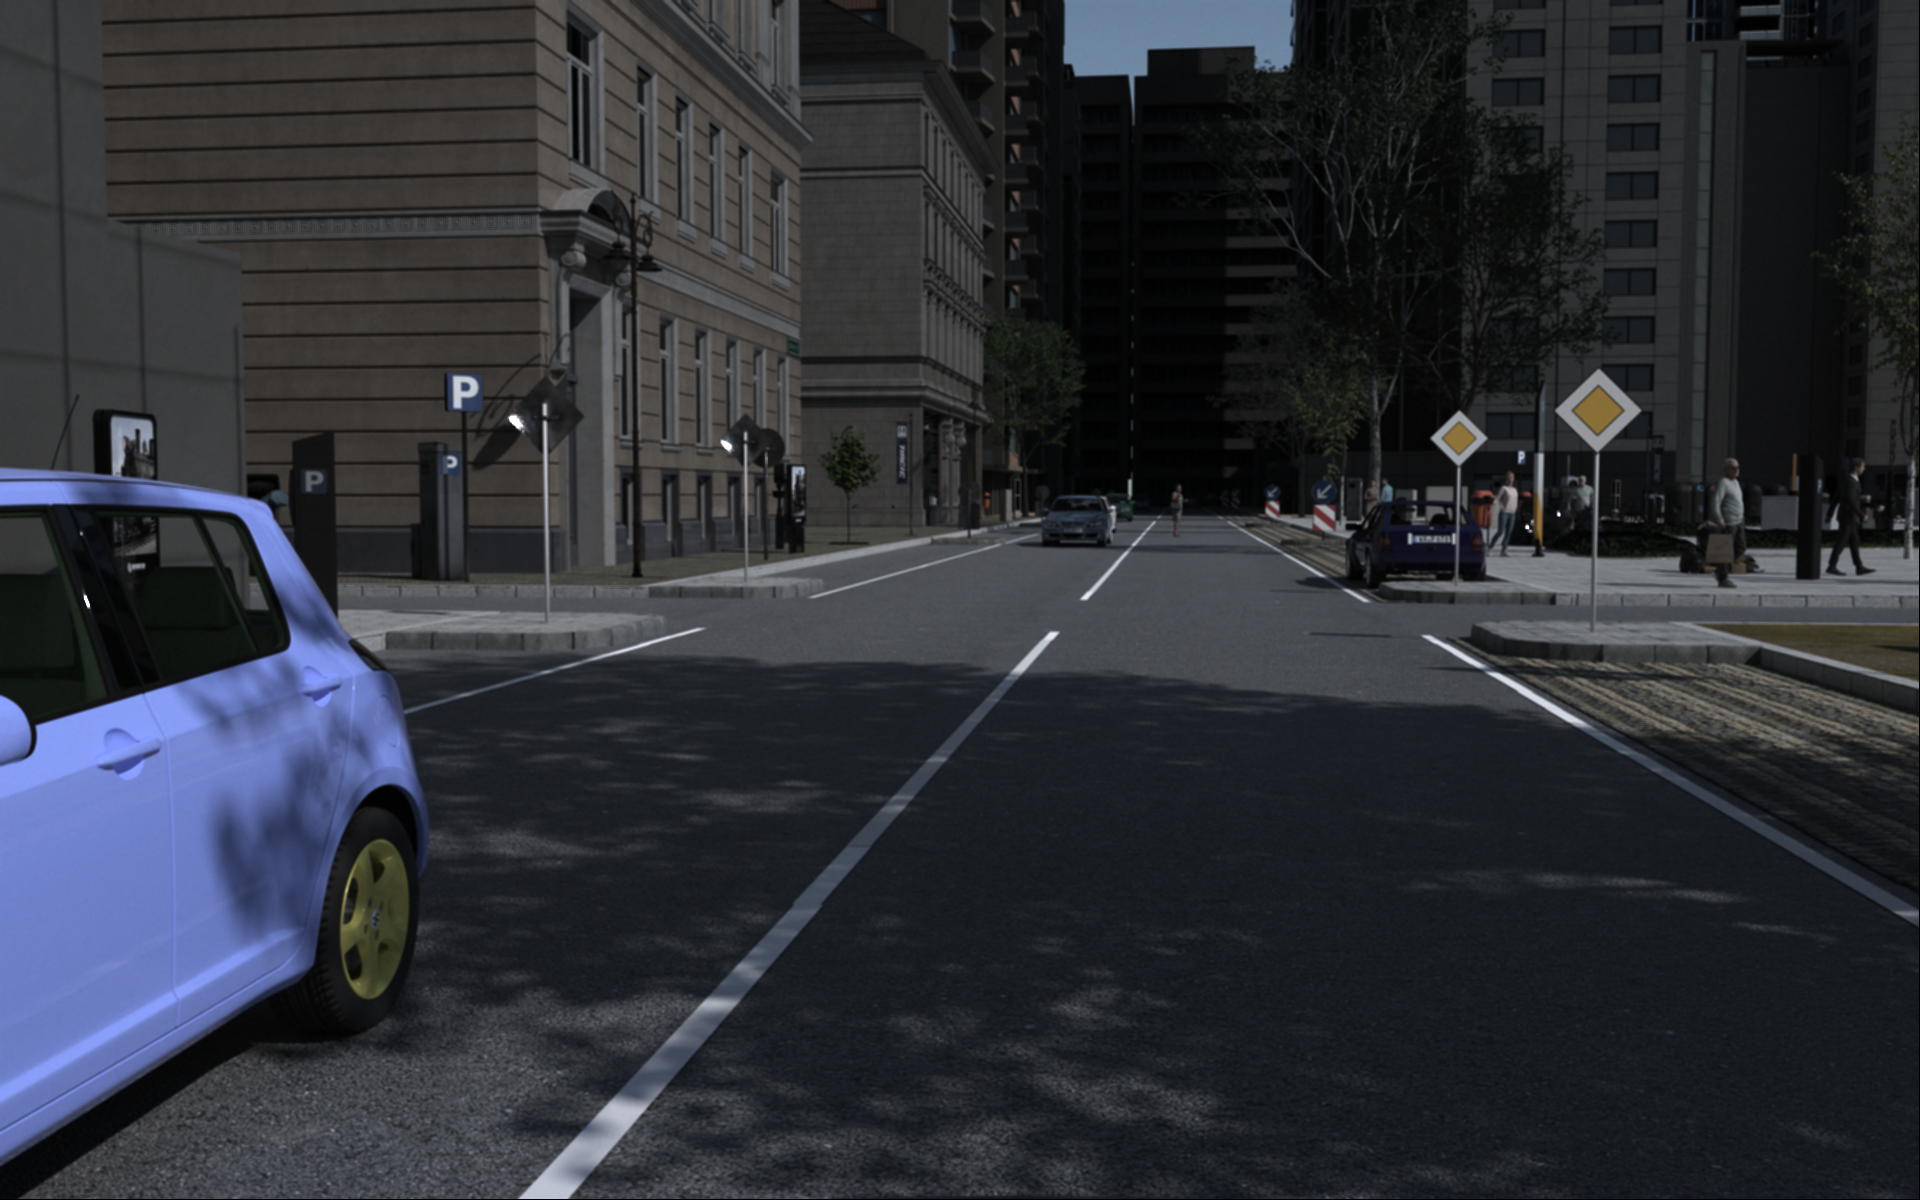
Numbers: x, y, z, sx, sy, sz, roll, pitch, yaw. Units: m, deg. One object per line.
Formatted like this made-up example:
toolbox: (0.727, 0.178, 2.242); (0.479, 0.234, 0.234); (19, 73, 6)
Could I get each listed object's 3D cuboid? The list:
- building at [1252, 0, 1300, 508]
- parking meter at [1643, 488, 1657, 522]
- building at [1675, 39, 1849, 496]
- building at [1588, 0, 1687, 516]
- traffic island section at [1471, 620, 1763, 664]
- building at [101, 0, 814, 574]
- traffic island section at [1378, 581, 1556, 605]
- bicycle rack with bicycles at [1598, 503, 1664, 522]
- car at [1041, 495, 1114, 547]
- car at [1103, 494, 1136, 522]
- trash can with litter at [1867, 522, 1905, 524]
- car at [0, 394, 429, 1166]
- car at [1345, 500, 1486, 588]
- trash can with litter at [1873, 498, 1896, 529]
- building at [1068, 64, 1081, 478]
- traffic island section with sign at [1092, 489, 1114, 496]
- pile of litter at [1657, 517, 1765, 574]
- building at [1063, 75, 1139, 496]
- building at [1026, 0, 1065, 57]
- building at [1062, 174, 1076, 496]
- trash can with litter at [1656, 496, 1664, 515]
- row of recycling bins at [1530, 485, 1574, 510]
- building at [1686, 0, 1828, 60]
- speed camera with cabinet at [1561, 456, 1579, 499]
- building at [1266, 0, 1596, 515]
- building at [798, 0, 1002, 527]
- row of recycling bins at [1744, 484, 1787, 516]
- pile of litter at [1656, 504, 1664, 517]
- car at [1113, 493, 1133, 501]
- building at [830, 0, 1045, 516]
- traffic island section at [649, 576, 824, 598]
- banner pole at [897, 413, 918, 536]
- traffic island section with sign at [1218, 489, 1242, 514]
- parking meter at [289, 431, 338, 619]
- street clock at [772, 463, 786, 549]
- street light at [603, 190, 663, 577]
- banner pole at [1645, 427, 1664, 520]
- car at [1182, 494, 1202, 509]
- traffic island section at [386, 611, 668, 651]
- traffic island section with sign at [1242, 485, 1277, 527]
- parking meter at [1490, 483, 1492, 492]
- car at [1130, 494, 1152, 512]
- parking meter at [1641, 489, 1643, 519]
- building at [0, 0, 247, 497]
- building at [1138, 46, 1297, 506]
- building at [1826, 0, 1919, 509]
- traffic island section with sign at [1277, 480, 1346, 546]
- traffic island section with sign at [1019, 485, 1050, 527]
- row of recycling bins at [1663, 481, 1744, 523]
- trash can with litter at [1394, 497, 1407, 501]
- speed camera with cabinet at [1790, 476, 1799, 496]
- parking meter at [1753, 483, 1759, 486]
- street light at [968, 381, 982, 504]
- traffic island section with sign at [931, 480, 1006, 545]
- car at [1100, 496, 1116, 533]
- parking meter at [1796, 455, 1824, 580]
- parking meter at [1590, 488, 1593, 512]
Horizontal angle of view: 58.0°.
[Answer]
building: (38.324, -51.434, 153.624); (22.319, 86.520, 31.000); (0, 4, 7)
parking meter: (26.872, -3.599, 67.258); (0.372, 1.533, 0.369); (0, 3, 0)
building: (71.500, -29.110, 159.550); (14.086, 41.232, 14.154); (0, 4, 7)
building: (31.975, -40.975, 108.196); (20.563, 71.187, 20.611); (0, 4, 7)
traffic island section: (5.904, 0.382, 16.040); (2.009, 0.180, 2.903); (0, 4, 7)
building: (-11.609, -15.386, 37.468); (13.634, 28.700, 20.117); (0, 4, 7)
traffic island section: (6.910, -0.103, 23.961); (2.009, 0.180, 2.903); (0, 4, 7)
bicycle rack with bicycles: (24.086, -2.993, 62.319); (2.852, 0.926, 2.925); (-1, 4, -14)
car: (3.326, -2.241, 48.639); (2.014, 1.417, 4.499); (0, 4, 8)
car: (8.182, -4.856, 91.192); (2.131, 1.459, 4.920); (0, 4, 7)
trash can with litter: (40.865, -3.959, 75.783); (1.678, 1.210, 2.233); (-3, 5, -43)
car: (-2.502, 0.377, 3.428); (1.945, 1.707, 3.694); (0, 4, 5)
car: (7.146, -0.907, 27.404); (1.945, 1.354, 3.894); (0, 4, 6)
trash can with litter: (26.011, -2.306, 49.098); (0.624, 1.170, 1.055); (0, 4, -6)
building: (4.595, -29.641, 168.231); (14.086, 41.232, 14.154); (0, 4, 7)
traffic island section with sign: (10.008, -7.194, 126.252); (1.989, 1.847, 2.006); (0, 4, 7)
pile of litter: (12.464, -0.871, 28.212); (1.719, 0.858, 1.176); (-1, 4, -20)
building: (8.519, -34.884, 194.049); (21.600, 48.544, 21.300); (0, 4, 7)
building: (0.686, -27.681, 136.180); (14.154, 41.232, 14.086); (0, 4, 7)
building: (2.578, -23.179, 150.674); (14.160, 30.474, 14.107); (0, 4, 7)
trash can with litter: (37.801, -5.035, 93.704); (1.055, 1.170, 0.624); (-3, 5, -41)
row of recycling bins: (28.514, -4.658, 83.278); (1.069, 1.692, 3.534); (3, 5, 45)
building: (85.640, -53.308, 184.258); (31.000, 86.520, 22.319); (0, 4, 7)
speed camera with cabinet: (30.586, -5.762, 88.549); (2.038, 3.252, 0.660); (-1, 4, -15)
building: (33.999, -42.228, 128.677); (20.563, 71.187, 20.611); (0, 4, 7)
building: (-5.675, -13.289, 68.184); (10.553, 20.767, 40.483); (0, 4, 7)
row of recycling bins: (31.864, -3.890, 70.707); (3.534, 1.692, 1.069); (1, 4, 10)
pile of litter: (36.807, -4.743, 91.516); (1.176, 0.858, 1.719); (0, 4, -1)
car: (9.330, -5.782, 103.335); (1.959, 1.807, 4.718); (0, 4, 7)
building: (-5.984, -28.171, 115.212); (22.147, 44.769, 28.867); (0, 4, 7)
traffic island section: (-3.150, -0.181, 25.239); (2.009, 0.180, 2.903); (0, 4, 7)
banner pole: (-1.658, -3.860, 53.123); (0.401, 3.779, 0.863); (3, 5, 44)
traffic island section with sign: (19.747, -7.115, 124.959); (1.989, 1.847, 2.006); (0, 4, 7)
parking meter: (-6.009, -0.634, 16.083); (0.399, 1.863, 0.255); (-1, 4, -23)
street clock: (-4.199, -2.184, 40.271); (0.358, 2.002, 0.471); (-1, 4, -9)
street light: (-5.008, -3.297, 26.692); (0.468, 5.910, 1.993); (0, 4, 7)
banner pole: (25.856, -4.563, 64.624); (0.401, 3.779, 0.863); (-3, 5, -40)
car: (22.140, -9.414, 165.918); (2.014, 1.417, 4.499); (1, 4, 9)
traffic island section: (-4.156, 0.304, 17.317); (2.009, 0.180, 2.903); (0, 4, 7)
traffic island section with sign: (13.472, -4.094, 75.561); (1.989, 1.847, 2.006); (0, 4, 7)
parking meter: (28.924, -5.399, 93.990); (0.255, 1.863, 0.399); (0, 4, 2)
car: (14.387, -7.749, 138.701); (2.014, 1.417, 4.499); (0, 4, 8)
parking meter: (33.655, -4.685, 85.013); (0.372, 1.533, 0.369); (0, 3, 0)
building: (-18.804, -34.775, 6.829); (20.611, 71.187, 20.563); (0, 4, 7)
building: (30.030, -34.758, 191.992); (21.600, 48.544, 21.300); (0, 4, 7)
building: (88.433, -43.793, 154.269); (20.611, 71.187, 20.563); (0, 4, 7)
traffic island section with sign: (10.064, -2.451, 48.698); (1.989, 1.847, 2.006); (0, 4, 7)
traffic island section with sign: (3.674, -4.142, 76.347); (1.989, 1.847, 2.006); (0, 4, 7)
row of recycling bins: (24.398, -3.067, 57.255); (3.534, 1.692, 1.069); (-3, 4, -38)
trash can with litter: (17.149, -3.455, 67.871); (0.624, 1.170, 1.055); (3, 5, 44)
speed camera with cabinet: (42.709, -5.719, 87.838); (0.660, 3.252, 2.038); (1, 4, 11)
parking meter: (43.815, -5.483, 95.361); (0.255, 1.863, 0.399); (3, 5, 41)
street light: (0.601, -6.016, 71.154); (0.468, 5.910, 1.993); (0, 4, 7)
traffic island section with sign: (0.279, -2.506, 49.606); (1.989, 1.847, 2.006); (0, 4, 7)
car: (4.633, -3.074, 62.615); (2.083, 1.381, 4.827); (1, 4, 9)
parking meter: (12.733, -1.238, 25.946); (0.255, 1.863, 0.399); (3, 5, 41)
parking meter: (29.331, -4.430, 80.846); (0.372, 1.533, 0.369); (0, 3, 0)
